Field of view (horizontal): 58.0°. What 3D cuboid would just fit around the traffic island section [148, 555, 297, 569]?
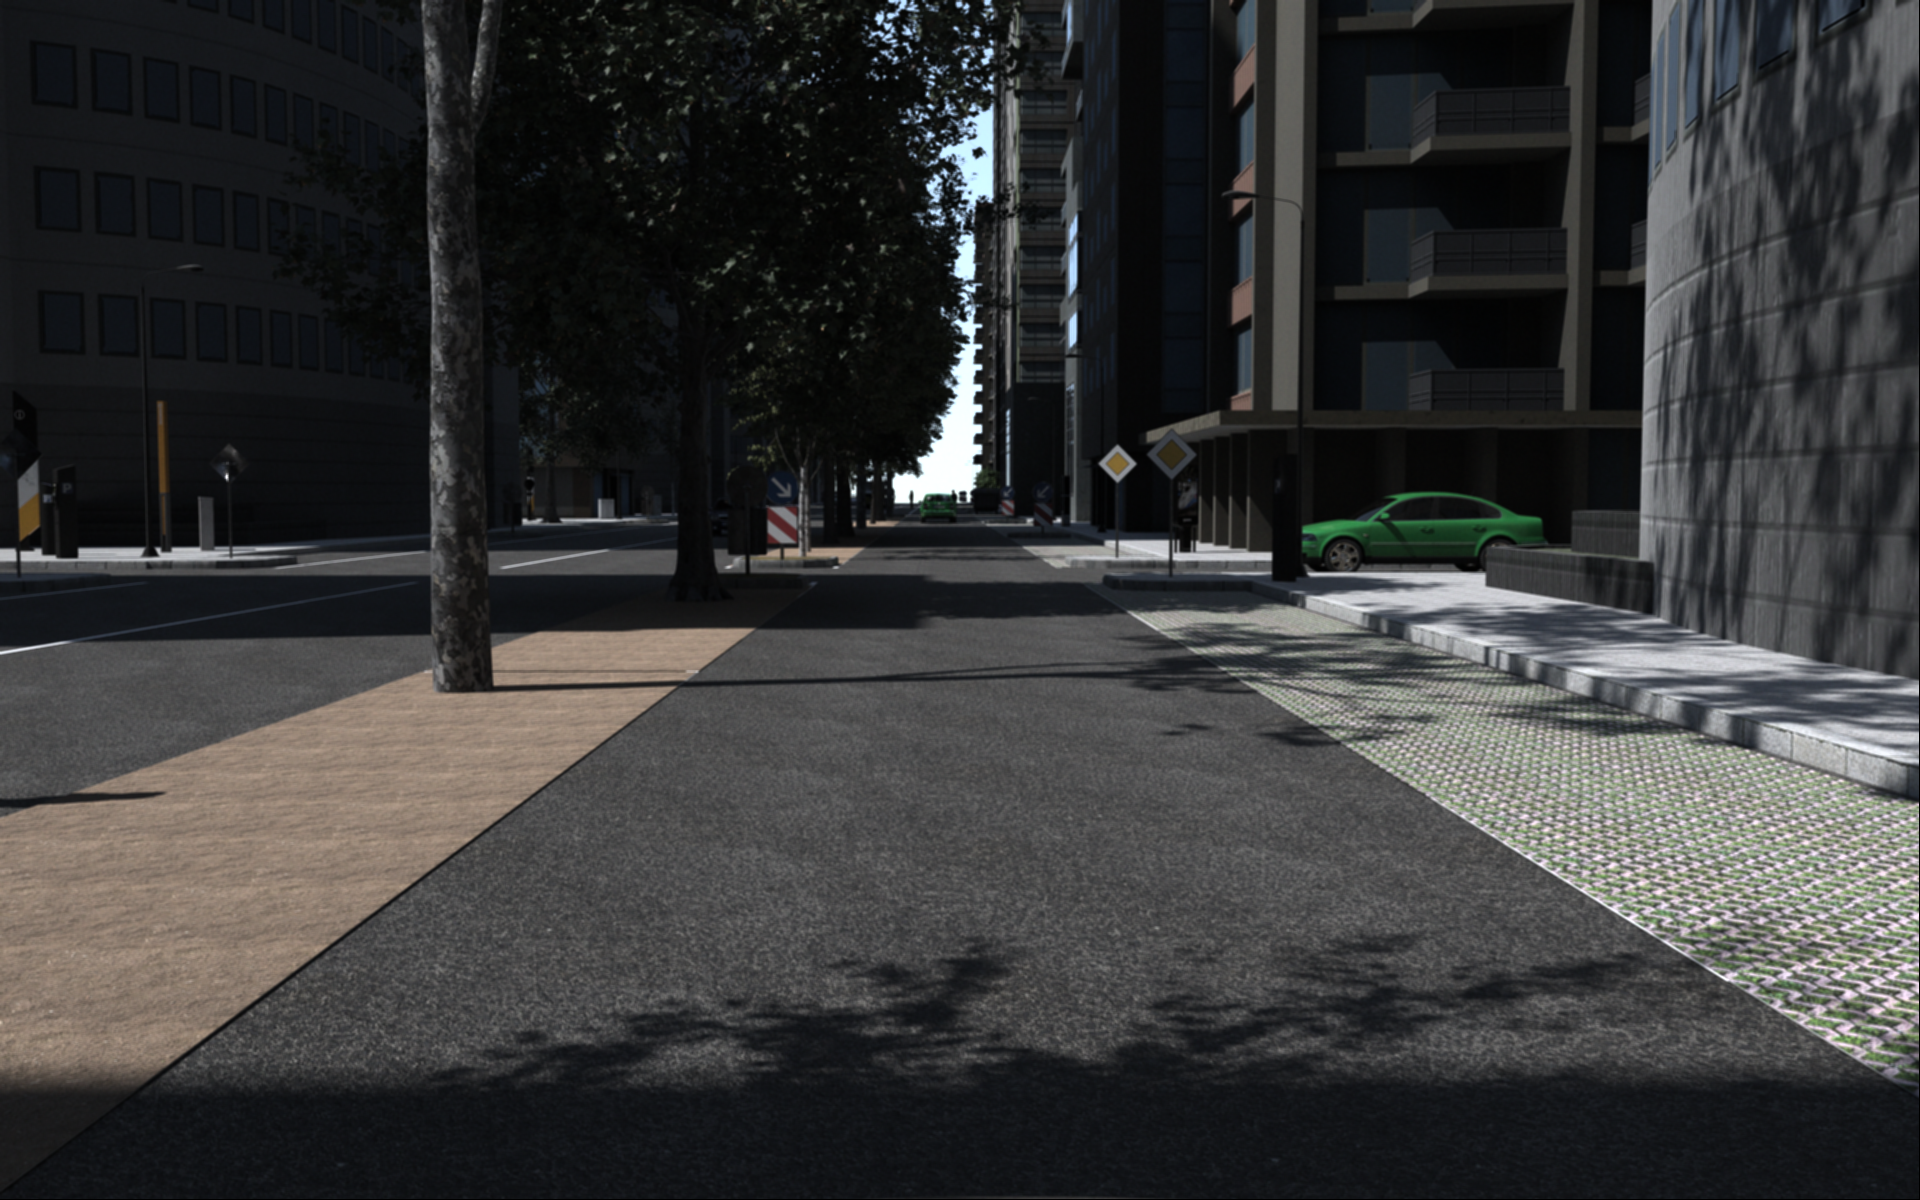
[{"bbox_3d":[-14.566,-0.751,34.560,2.009,0.180,2.903,0,4,-1],"label":"traffic island section"}]

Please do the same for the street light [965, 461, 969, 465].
[{"bbox_3d":[1.770,-16.543,243.015,1.470,5.913,1.316,0,4,-1],"label":"street light"}]

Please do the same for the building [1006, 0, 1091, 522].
[{"bbox_3d":[14.295,-47.708,92.690,22.319,86.520,31.000,0,4,-1],"label":"building"}]

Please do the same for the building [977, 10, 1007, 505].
[{"bbox_3d":[12.653,-48.368,229.062,20.563,71.187,20.611,0,4,-1],"label":"building"}]

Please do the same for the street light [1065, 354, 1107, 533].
[{"bbox_3d":[4.191,-5.203,57.618,1.470,5.913,1.316,0,4,-1],"label":"street light"}]

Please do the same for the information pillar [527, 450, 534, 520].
[{"bbox_3d":[-20.956,-5.699,84.528,0.183,3.616,0.504,1,4,14],"label":"information pillar"}]

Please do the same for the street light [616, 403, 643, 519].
[{"bbox_3d":[-16.711,-7.031,87.493,1.470,5.913,1.316,0,4,-1],"label":"street light"}]

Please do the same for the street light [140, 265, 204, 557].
[{"bbox_3d":[-16.037,-3.837,35.276,1.470,5.913,1.316,0,4,-1],"label":"street light"}]

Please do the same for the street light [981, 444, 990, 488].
[{"bbox_3d":[2.921,-11.456,159.851,1.470,5.913,1.316,0,4,-1],"label":"street light"}]

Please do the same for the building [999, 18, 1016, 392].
[{"bbox_3d":[18.501,-35.624,171.690,28.713,52.752,27.495,0,4,-1],"label":"building"}]

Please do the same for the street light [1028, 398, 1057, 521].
[{"bbox_3d":[3.992,-6.800,83.729,1.470,5.913,1.316,0,4,-1],"label":"street light"}]

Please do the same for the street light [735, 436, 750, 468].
[{"bbox_3d":[-17.260,-10.092,137.547,1.470,5.913,1.316,0,4,-1],"label":"street light"}]

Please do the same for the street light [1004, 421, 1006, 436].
[{"bbox_3d":[3.473,-8.397,109.835,1.470,5.913,1.316,0,4,-1],"label":"street light"}]

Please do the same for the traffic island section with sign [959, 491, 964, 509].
[{"bbox_3d":[1.156,-9.355,161.584,1.989,1.847,2.006,0,4,-1],"label":"traffic island section with sign"}]

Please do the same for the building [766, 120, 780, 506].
[{"bbox_3d":[-25.680,-29.894,172.367,14.154,41.232,14.086,0,4,-1],"label":"building"}]

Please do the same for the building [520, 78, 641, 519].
[{"bbox_3d":[-26.004,-27.270,95.978,14.600,45.320,14.200,0,4,-1],"label":"building"}]

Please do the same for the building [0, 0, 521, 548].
[{"bbox_3d":[-27.645,-31.224,52.504,21.231,58.520,28.212,0,4,-1],"label":"building"}]

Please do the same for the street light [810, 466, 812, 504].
[{"bbox_3d":[-18.487,-15.164,220.469,1.470,5.913,1.316,0,4,-1],"label":"street light"}]

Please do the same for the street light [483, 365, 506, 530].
[{"bbox_3d":[-16.317,-5.434,61.386,1.470,5.913,1.316,0,4,-1],"label":"street light"}]

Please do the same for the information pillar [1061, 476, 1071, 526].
[{"bbox_3d":[4.214,-3.943,68.967,0.304,2.012,0.304,-1,4,-14],"label":"information pillar"}]

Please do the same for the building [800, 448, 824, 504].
[{"bbox_3d":[-26.913,-35.018,256.135,14.154,41.232,14.086,0,4,-1],"label":"building"}]

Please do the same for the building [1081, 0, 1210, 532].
[{"bbox_3d":[12.009,-25.276,63.371,14.600,45.320,14.200,0,4,-1],"label":"building"}]

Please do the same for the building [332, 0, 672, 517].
[{"bbox_3d":[-28.627,-35.506,122.527,21.231,58.520,28.212,0,4,-1],"label":"building"}]

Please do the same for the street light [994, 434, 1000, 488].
[{"bbox_3d":[3.293,-9.859,133.743,1.470,5.913,1.316,0,4,-1],"label":"street light"}]

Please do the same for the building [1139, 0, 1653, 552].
[{"bbox_3d":[19.630,-23.893,45.283,28.867,44.769,22.147,0,4,-1],"label":"building"}]

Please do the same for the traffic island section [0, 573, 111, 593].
[{"bbox_3d":[-14.459,-0.263,26.576,2.009,0.180,2.903,0,4,-1],"label":"traffic island section"}]

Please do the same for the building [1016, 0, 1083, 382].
[{"bbox_3d":[10.836,-26.740,120.785,14.154,41.232,14.086,0,4,-1],"label":"building"}]

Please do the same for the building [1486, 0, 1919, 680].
[{"bbox_3d":[17.079,-28.711,11.422,21.231,58.520,28.212,0,4,-1],"label":"building"}]

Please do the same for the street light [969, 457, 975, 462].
[{"bbox_3d":[2.164,-14.946,216.907,1.470,5.913,1.316,0,4,-1],"label":"street light"}]

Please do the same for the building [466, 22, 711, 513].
[{"bbox_3d":[-28.866,-37.229,150.686,21.231,58.520,28.212,0,4,-1],"label":"building"}]

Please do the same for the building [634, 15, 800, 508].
[{"bbox_3d":[-30.831,-40.621,206.157,21.231,58.520,28.212,0,4,-1],"label":"building"}]

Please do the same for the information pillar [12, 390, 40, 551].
[{"bbox_3d":[-20.996,-2.910,38.939,0.504,3.616,0.183,0,4,-5],"label":"information pillar"}]

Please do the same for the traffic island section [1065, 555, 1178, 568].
[{"bbox_3d":[3.174,-0.765,34.792,2.009,0.180,2.903,0,4,-1],"label":"traffic island section"}]

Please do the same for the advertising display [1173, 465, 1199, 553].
[{"bbox_3d":[4.966,-2.014,38.137,0.123,1.923,0.974,3,4,36],"label":"advertising display"}]

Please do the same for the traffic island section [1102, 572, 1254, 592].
[{"bbox_3d":[3.281,-0.277,26.807,2.009,0.180,2.903,0,4,-1],"label":"traffic island section"}]

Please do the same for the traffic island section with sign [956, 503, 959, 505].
[{"bbox_3d":[0.411,-12.746,217.017,1.989,1.847,2.006,0,4,-1],"label":"traffic island section with sign"}]

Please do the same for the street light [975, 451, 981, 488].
[{"bbox_3d":[2.602,-13.053,185.960,1.470,5.913,1.316,0,4,-1],"label":"street light"}]

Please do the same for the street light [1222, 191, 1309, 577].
[{"bbox_3d":[4.709,-3.312,26.699,1.470,5.913,1.316,0,4,-1],"label":"street light"}]

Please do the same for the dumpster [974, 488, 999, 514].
[{"bbox_3d":[1.879,-7.058,123.621,1.865,1.857,1.264,0,4,-1],"label":"dumpster"}]

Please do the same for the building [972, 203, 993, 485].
[{"bbox_3d":[13.013,-36.694,254.568,22.147,44.769,28.867,0,4,-1],"label":"building"}]

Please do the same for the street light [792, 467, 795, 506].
[{"bbox_3d":[-18.122,-13.547,194.042,1.470,5.913,1.316,0,4,-1],"label":"street light"}]

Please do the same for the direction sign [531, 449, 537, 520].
[{"bbox_3d":[-21.060,-5.707,85.309,0.379,3.537,0.876,-1,4,-9],"label":"direction sign"}]
